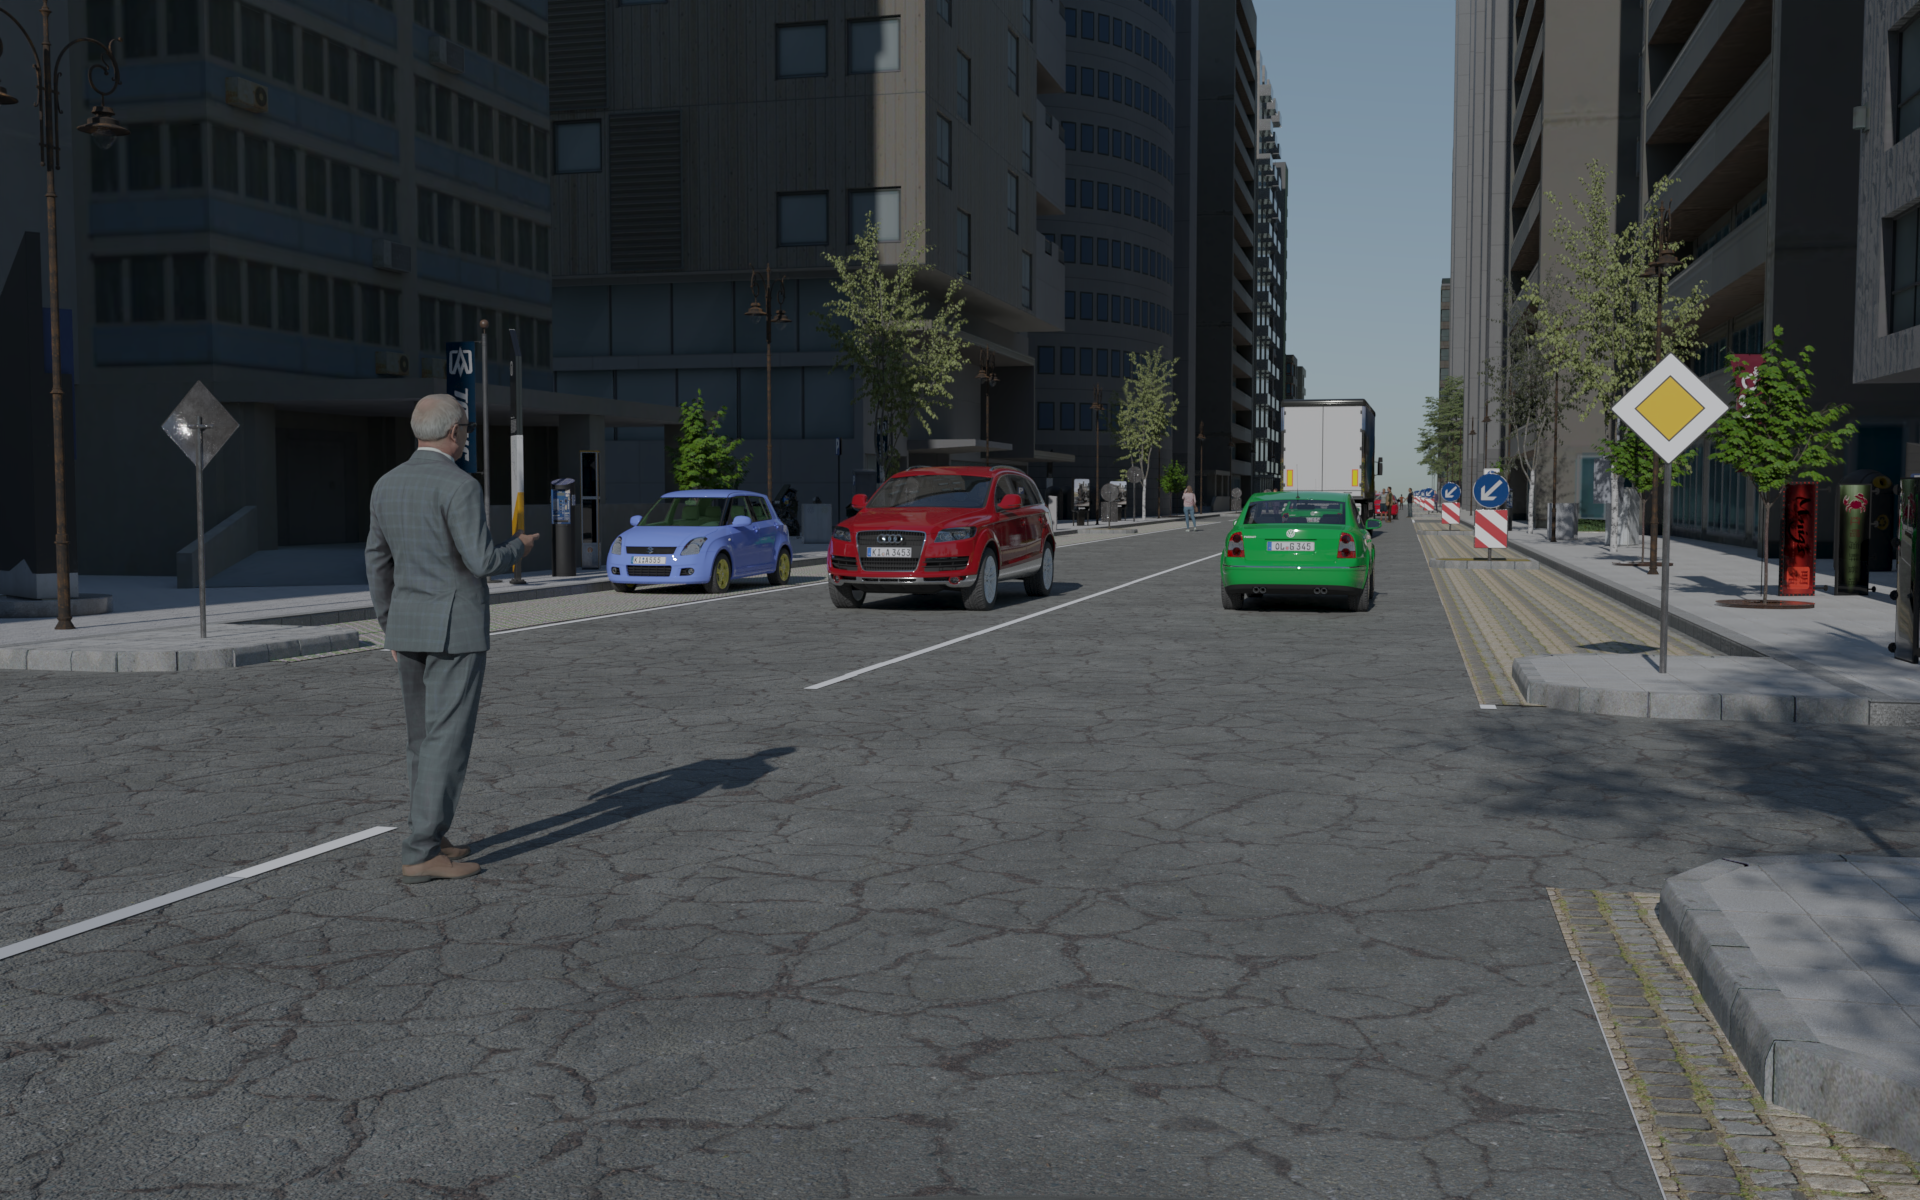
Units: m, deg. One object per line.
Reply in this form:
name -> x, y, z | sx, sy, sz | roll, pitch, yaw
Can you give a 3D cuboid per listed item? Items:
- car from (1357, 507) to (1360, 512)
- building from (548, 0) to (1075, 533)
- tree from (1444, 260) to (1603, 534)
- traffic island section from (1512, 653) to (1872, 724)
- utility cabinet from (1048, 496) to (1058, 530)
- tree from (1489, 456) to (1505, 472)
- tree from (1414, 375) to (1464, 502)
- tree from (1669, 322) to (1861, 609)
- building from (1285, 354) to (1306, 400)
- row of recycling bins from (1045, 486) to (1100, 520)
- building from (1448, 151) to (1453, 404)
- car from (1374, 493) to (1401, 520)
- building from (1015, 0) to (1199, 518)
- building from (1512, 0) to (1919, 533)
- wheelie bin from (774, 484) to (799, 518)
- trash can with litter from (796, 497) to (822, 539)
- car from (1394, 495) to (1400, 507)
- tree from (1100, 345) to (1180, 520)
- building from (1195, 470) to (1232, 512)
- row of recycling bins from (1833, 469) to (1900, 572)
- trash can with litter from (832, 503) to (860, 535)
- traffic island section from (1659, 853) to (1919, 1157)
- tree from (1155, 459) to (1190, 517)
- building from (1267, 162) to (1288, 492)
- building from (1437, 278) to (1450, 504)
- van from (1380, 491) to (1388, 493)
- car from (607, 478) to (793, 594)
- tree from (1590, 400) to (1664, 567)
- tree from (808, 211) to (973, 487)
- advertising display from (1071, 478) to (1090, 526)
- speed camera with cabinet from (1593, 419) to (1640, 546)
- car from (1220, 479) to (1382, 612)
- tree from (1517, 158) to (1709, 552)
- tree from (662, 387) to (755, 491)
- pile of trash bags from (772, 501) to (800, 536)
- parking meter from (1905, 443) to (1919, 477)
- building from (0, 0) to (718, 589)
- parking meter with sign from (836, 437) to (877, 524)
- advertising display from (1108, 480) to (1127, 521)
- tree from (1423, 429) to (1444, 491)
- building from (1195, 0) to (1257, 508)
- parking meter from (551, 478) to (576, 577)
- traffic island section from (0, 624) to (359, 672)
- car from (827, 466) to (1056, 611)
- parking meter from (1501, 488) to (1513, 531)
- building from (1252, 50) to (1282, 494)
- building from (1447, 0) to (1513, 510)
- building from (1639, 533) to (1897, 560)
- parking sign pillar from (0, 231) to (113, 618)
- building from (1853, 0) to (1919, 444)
car -> 9.024, -2.125, 43.547 | 1.959, 1.807, 4.718 | 1, 4, 15
building -> -10.892, -29.417, 70.213 | 28.713, 52.752, 27.495 | 1, 4, 14
tree -> 18.500, -6.441, 55.679 | 4.360, 8.622, 3.978 | 0, 3, 0
traffic island section -> 5.056, 0.604, 12.411 | 2.009, 0.180, 2.903 | 1, 4, 14
utility cabinet -> 3.310, -3.082, 61.558 | 0.306, 1.237, 1.020 | 0, 4, 5
tree -> 27.491, -5.734, 88.359 | 1.663, 3.219, 1.824 | 0, 3, 0
tree -> 47.438, -15.146, 165.769 | 7.486, 12.596, 7.792 | 0, 3, 0
tree -> 9.293, -1.528, 19.591 | 1.663, 3.219, 1.824 | 0, 3, 0
building -> 31.383, -23.655, 231.797 | 27.650, 21.520, 28.899 | 1, 4, 14
row of recycling bins -> 5.655, -4.835, 86.170 | 3.534, 1.692, 1.069 | -3, 5, -43
building -> 70.661, -35.848, 209.824 | 21.300, 48.544, 21.600 | 1, 4, 14
car -> 23.994, -5.476, 98.579 | 2.155, 1.783, 4.494 | 1, 4, 13
building -> 2.236, -34.401, 104.460 | 21.231, 58.520, 28.212 | 1, 4, 14
building -> 34.368, -27.335, 70.629 | 21.300, 48.544, 21.600 | 1, 4, 14
wheelie bin -> -5.524, -2.897, 55.272 | 0.693, 1.594, 0.980 | -1, 4, -23
trash can with litter -> -4.224, -2.354, 49.552 | 1.678, 1.210, 2.233 | 0, 4, 1
car -> 33.335, -7.536, 135.214 | 2.014, 1.417, 4.499 | 1, 4, 15
tree -> 9.112, -8.317, 86.339 | 4.737, 8.622, 4.395 | 0, 3, 0
building -> 3.961, -26.886, 131.467 | 32.217, 40.220, 23.993 | 1, 4, 14
row of recycling bins -> 16.386, -1.312, 28.566 | 3.534, 1.692, 1.069 | 1, 4, 17
trash can with litter -> -3.344, -2.473, 51.820 | 1.055, 1.170, 0.624 | 2, 4, 27
traffic island section -> 3.079, 1.077, 4.674 | 2.009, 0.180, 2.903 | 1, 4, 14
tree -> 12.138, -6.315, 97.846 | 1.663, 3.219, 1.824 | 0, 3, 0
building -> 31.813, -32.132, 208.948 | 14.154, 41.232, 14.086 | 1, 4, 14
building -> 70.807, -28.023, 229.884 | 14.160, 30.474, 14.107 | 1, 4, 14
van -> 52.303, -12.584, 212.757 | 2.013, 2.044, 4.112 | 1, 4, 14
car -> -3.874, -1.003, 25.988 | 1.945, 1.707, 3.694 | 1, 4, 16
tree -> 12.362, -2.222, 30.929 | 1.663, 3.219, 1.824 | 0, 3, 0
tree -> -1.838, -5.853, 46.066 | 4.737, 8.622, 4.395 | 0, 3, 0
advertising display -> 4.854, -3.939, 69.615 | 0.974, 1.923, 0.123 | -3, 5, -43
speed camera with cabinet -> 16.157, -2.952, 42.597 | 0.660, 3.252, 2.038 | 3, 4, 36
car -> 4.476, -0.843, 22.577 | 1.959, 1.807, 4.718 | 1, 4, 15
tree -> 14.361, -5.351, 37.848 | 4.737, 8.622, 4.395 | 0, 3, 0
tree -> -4.765, -2.249, 31.375 | 1.663, 3.219, 1.824 | 0, 3, 0
pile of trash bags -> -6.683, -2.628, 52.720 | 3.447, 1.369, 1.912 | -2, 4, -23
parking meter -> 10.905, -0.847, 19.559 | 0.255, 1.863, 0.399 | -3, 4, -38
building -> -22.040, -20.918, 33.896 | 32.217, 40.220, 23.993 | 1, 4, 14
parking meter with sign -> -2.933, -3.503, 53.541 | 1.738, 3.016, 0.543 | -1, 4, -16
advertising display -> 7.492, -4.720, 82.384 | 0.974, 1.923, 0.123 | -2, 4, -24
tree -> 48.289, -13.610, 172.880 | 4.360, 8.622, 3.978 | 0, 3, 0
building -> 14.325, -32.348, 152.590 | 21.300, 48.544, 21.600 | 1, 4, 14
parking meter -> -6.178, -1.136, 26.987 | 0.372, 1.533, 0.369 | 0, 3, 0
traffic island section -> -6.756, 0.419, 15.423 | 2.009, 0.180, 2.903 | 1, 4, 14
car -> -0.131, -0.881, 23.073 | 2.281, 1.827, 5.304 | 1, 4, 16
parking meter -> 18.955, -3.157, 60.027 | 0.372, 1.533, 0.369 | 0, 3, 0
building -> 22.872, -34.752, 187.810 | 23.786, 49.044, 30.456 | 1, 4, 14
building -> 63.302, -39.302, 184.591 | 21.231, 58.520, 28.212 | 1, 4, 14
building -> 28.930, -25.491, 40.472 | 21.300, 48.544, 21.600 | 1, 4, 14
parking sign pillar -> -9.882, -1.833, 18.447 | 1.447, 3.967, 1.447 | 3, 5, 45
building -> 17.933, -14.949, 16.112 | 14.107, 30.474, 14.160 | 1, 4, 14
